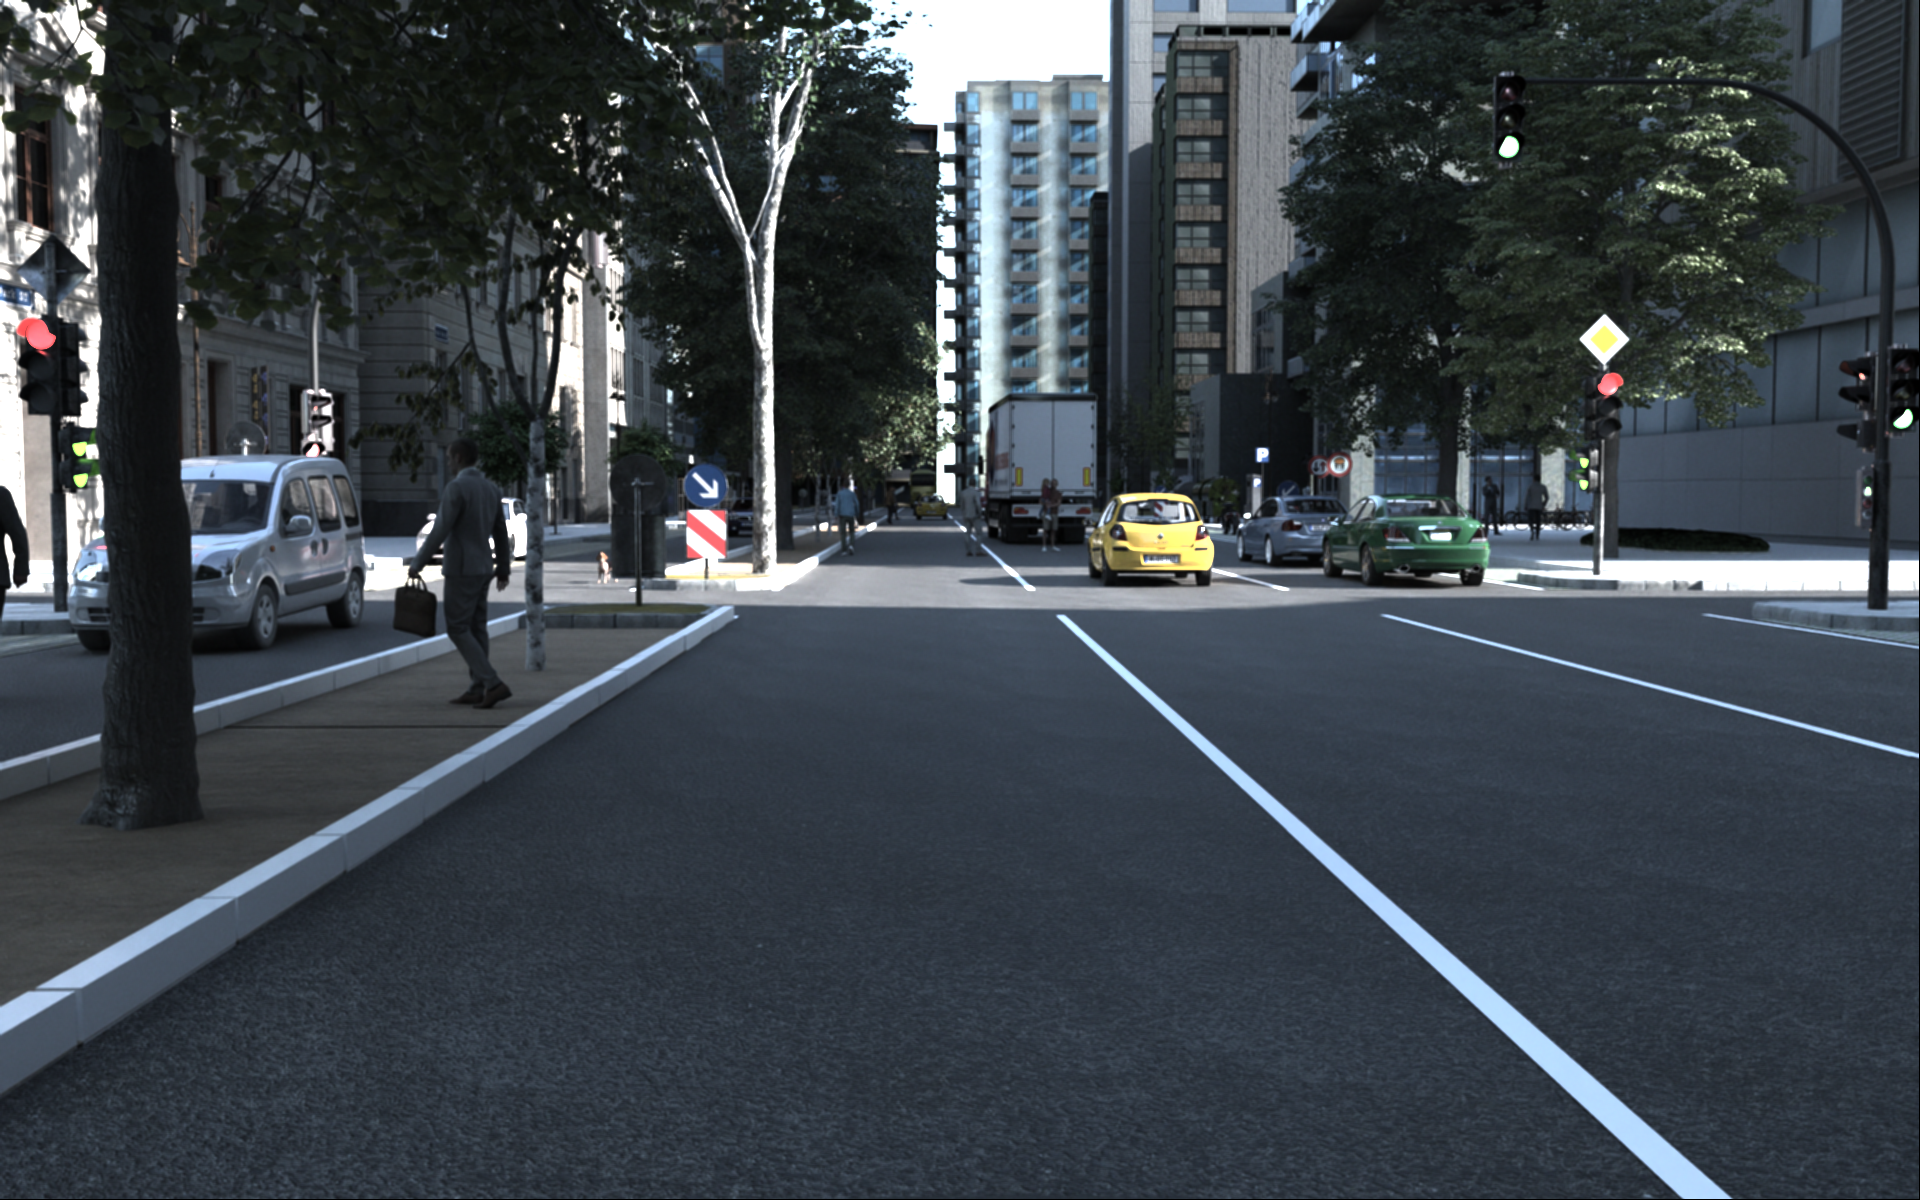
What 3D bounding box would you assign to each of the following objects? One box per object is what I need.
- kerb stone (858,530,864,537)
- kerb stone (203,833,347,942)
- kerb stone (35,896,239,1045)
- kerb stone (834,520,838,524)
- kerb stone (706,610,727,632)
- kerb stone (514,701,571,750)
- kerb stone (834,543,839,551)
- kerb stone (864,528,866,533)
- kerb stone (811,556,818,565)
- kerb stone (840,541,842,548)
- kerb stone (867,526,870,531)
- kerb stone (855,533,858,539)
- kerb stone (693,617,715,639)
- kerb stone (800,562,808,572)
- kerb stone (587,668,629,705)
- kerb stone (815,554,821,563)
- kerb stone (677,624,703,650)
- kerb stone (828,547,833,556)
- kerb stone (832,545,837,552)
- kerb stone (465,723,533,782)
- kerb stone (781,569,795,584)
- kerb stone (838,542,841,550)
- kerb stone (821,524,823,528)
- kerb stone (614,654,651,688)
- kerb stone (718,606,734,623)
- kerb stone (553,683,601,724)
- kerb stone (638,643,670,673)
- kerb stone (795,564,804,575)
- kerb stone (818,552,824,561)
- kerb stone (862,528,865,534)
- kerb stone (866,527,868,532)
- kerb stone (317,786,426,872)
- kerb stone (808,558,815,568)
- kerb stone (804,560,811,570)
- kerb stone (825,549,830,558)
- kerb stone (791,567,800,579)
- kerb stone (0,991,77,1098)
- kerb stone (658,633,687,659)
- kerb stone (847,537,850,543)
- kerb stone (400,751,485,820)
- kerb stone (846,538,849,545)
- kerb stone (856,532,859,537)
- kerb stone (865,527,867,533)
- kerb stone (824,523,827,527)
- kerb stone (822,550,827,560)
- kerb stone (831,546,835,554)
[{"bbox_3d":[-3.429,-2.239,58.836,0.120,0.150,1.000,0,4,-1],"label":"kerb stone"},{"bbox_3d":[-2.374,0.993,6.029,0.120,0.150,1.000,0,4,-1],"label":"kerb stone"},{"bbox_3d":[-2.350,1.052,5.000,0.120,0.150,1.000,0,4,-1],"label":"kerb stone"},{"bbox_3d":[-6.046,-3.805,84.406,0.120,0.150,1.000,0,4,-1],"label":"kerb stone"},{"bbox_3d":[-2.612,0.239,18.325,0.120,0.150,1.000,0,4,-1],"label":"kerb stone"},{"bbox_3d":[-2.452,0.740,10.116,0.120,0.150,1.000,0,4,-1],"label":"kerb stone"},{"bbox_3d":[-3.101,-1.233,42.398,0.120,0.150,1.000,0,4,-1],"label":"kerb stone"},{"bbox_3d":[-3.480,-2.366,60.880,0.120,0.150,1.000,0,4,-1],"label":"kerb stone"},{"bbox_3d":[-2.940,-0.730,34.209,0.120,0.150,1.000,0,4,-1],"label":"kerb stone"},{"bbox_3d":[-3.143,-1.360,44.449,0.120,0.150,1.000,0,4,-1],"label":"kerb stone"},{"bbox_3d":[-3.553,-2.617,64.989,0.120,0.150,1.000,0,4,-1],"label":"kerb stone"},{"bbox_3d":[-3.332,-1.927,53.705,0.120,0.150,1.000,0,4,-1],"label":"kerb stone"},{"bbox_3d":[-2.594,0.302,17.300,0.120,0.150,1.000,0,4,-1],"label":"kerb stone"},{"bbox_3d":[-2.877,-0.545,31.131,0.120,0.150,1.000,0,4,-1],"label":"kerb stone"},{"bbox_3d":[-2.493,0.618,12.166,0.120,0.150,1.000,0,4,-1],"label":"kerb stone"},{"bbox_3d":[-2.960,-0.790,35.233,0.120,0.150,1.000,0,4,-1],"label":"kerb stone"},{"bbox_3d":[-2.567,0.364,16.279,0.120,0.150,1.000,0,4,-1],"label":"kerb stone"},{"bbox_3d":[-3.035,-1.047,39.321,0.120,0.150,1.000,0,4,-1],"label":"kerb stone"},{"bbox_3d":[-3.081,-1.167,41.365,0.120,0.150,1.000,0,4,-1],"label":"kerb stone"},{"bbox_3d":[-2.428,0.803,9.094,0.120,0.150,1.000,0,4,-1],"label":"kerb stone"},{"bbox_3d":[-2.813,-0.359,28.063,0.120,0.150,1.000,0,4,-1],"label":"kerb stone"},{"bbox_3d":[-3.129,-1.299,43.427,0.120,0.150,1.000,0,4,-1],"label":"kerb stone"},{"bbox_3d":[-5.751,-2.927,70.047,0.120,0.150,1.000,0,4,-1],"label":"kerb stone"},{"bbox_3d":[-2.511,0.552,13.197,0.120,0.150,1.000,0,4,-1],"label":"kerb stone"},{"bbox_3d":[-2.639,0.176,19.347,0.120,0.150,1.000,0,4,-1],"label":"kerb stone"},{"bbox_3d":[-2.477,0.676,11.137,0.120,0.150,1.000,0,4,-1],"label":"kerb stone"},{"bbox_3d":[-2.533,0.488,14.219,0.120,0.150,1.000,0,4,-1],"label":"kerb stone"},{"bbox_3d":[-2.856,-0.484,30.109,0.120,0.150,1.000,0,4,-1],"label":"kerb stone"},{"bbox_3d":[-2.980,-0.858,36.255,0.120,0.150,1.000,0,4,-1],"label":"kerb stone"},{"bbox_3d":[-3.447,-2.301,59.858,0.120,0.150,1.000,0,4,-1],"label":"kerb stone"},{"bbox_3d":[-3.511,-2.490,62.929,0.120,0.150,1.000,0,4,-1],"label":"kerb stone"},{"bbox_3d":[-2.391,0.929,7.051,0.120,0.150,1.000,0,4,-1],"label":"kerb stone"},{"bbox_3d":[-2.920,-0.672,33.180,0.120,0.150,1.000,0,4,-1],"label":"kerb stone"},{"bbox_3d":[-2.900,-0.605,32.154,0.120,0.150,1.000,0,4,-1],"label":"kerb stone"},{"bbox_3d":[-3.015,-0.981,38.299,0.120,0.150,1.000,0,4,-1],"label":"kerb stone"},{"bbox_3d":[-2.827,-0.422,29.087,0.120,0.150,1.000,0,4,-1],"label":"kerb stone"},{"bbox_3d":[-2.332,1.115,3.972,0.120,0.150,1.000,0,4,-1],"label":"kerb stone"},{"bbox_3d":[-2.559,0.427,15.253,0.120,0.150,1.000,0,4,-1],"label":"kerb stone"},{"bbox_3d":[-3.230,-1.614,48.577,0.120,0.150,1.000,0,4,-1],"label":"kerb stone"},{"bbox_3d":[-2.413,0.865,8.072,0.120,0.150,1.000,0,4,-1],"label":"kerb stone"},{"bbox_3d":[-3.204,-1.549,47.542,0.120,0.150,1.000,0,4,-1],"label":"kerb stone"},{"bbox_3d":[-3.344,-1.988,54.736,0.120,0.150,1.000,0,4,-1],"label":"kerb stone"},{"bbox_3d":[-3.486,-2.429,61.902,0.120,0.150,1.000,0,4,-1],"label":"kerb stone"},{"bbox_3d":[-5.841,-3.178,74.154,0.120,0.150,1.000,0,4,-1],"label":"kerb stone"},{"bbox_3d":[-2.998,-0.922,37.276,0.120,0.150,1.000,0,4,-1],"label":"kerb stone"},{"bbox_3d":[-3.064,-1.106,40.343,0.120,0.150,1.000,0,4,-1],"label":"kerb stone"}]
